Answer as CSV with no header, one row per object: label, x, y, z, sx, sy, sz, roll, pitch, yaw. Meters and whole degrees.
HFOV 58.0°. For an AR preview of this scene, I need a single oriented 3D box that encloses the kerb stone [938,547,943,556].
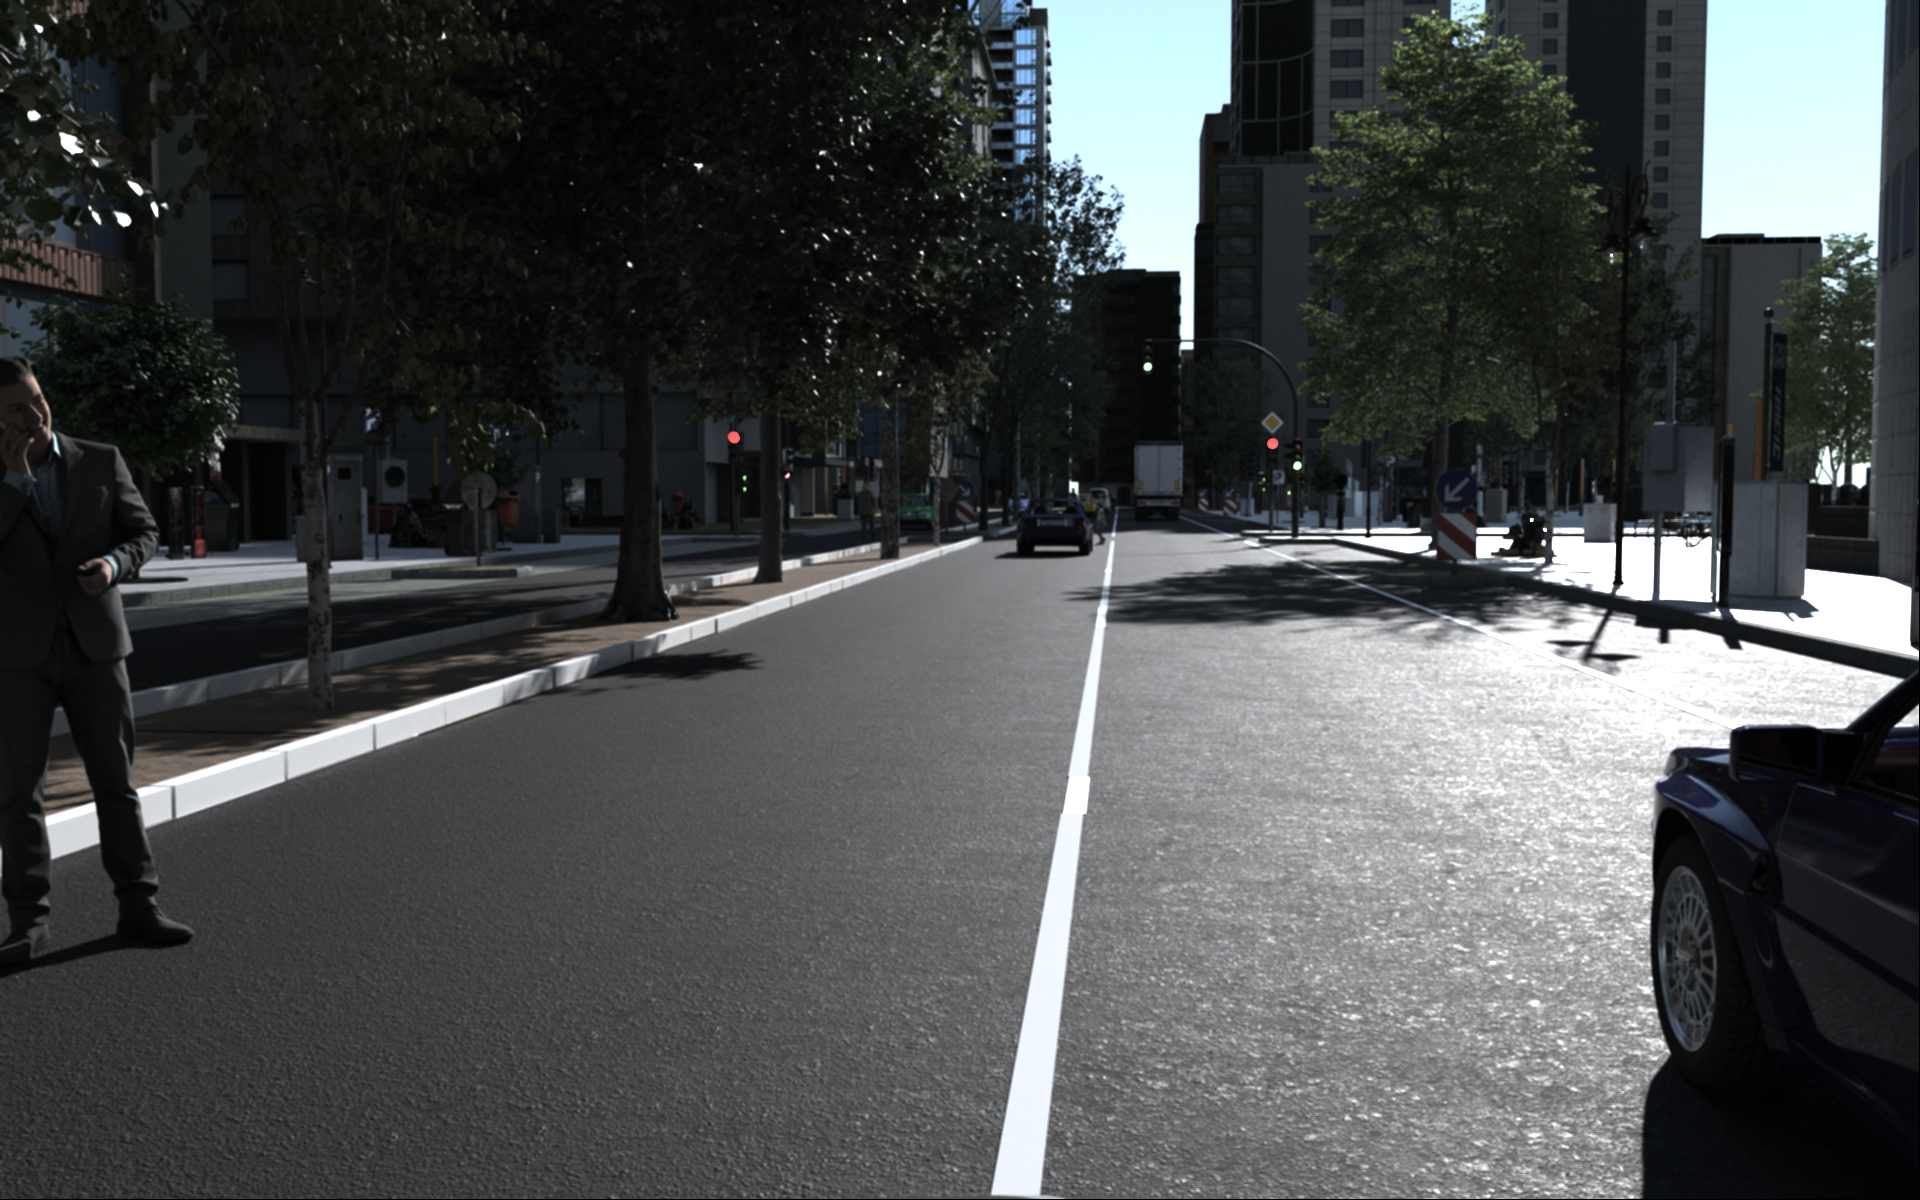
kerb stone,-0.552,-1.078,39.814,0.120,0.150,1.000,0,4,5

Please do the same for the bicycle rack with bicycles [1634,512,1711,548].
bicycle rack with bicycles,18.165,-1.787,42.604,2.925,0.926,2.852,-1,4,-19

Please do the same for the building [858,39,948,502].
building,-8.591,-30.178,143.526,14.600,45.320,14.200,0,4,5

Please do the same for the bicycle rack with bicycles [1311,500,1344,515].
bicycle rack with bicycles,23.204,-5.663,105.966,2.852,0.926,2.925,-1,4,-22

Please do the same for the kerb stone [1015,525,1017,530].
kerb stone,2.034,-2.794,67.879,0.120,0.150,1.000,0,4,5

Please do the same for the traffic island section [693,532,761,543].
traffic island section,-6.768,-1.842,52.401,2.009,0.180,2.903,0,4,5

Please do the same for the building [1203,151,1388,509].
building,28.938,-23.148,150.176,14.160,30.474,14.107,0,4,5

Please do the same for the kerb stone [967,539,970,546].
kerb stone,0.109,-1.515,46.967,0.120,0.150,1.000,0,4,5

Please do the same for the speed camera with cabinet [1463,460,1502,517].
speed camera with cabinet,29.460,-6.316,97.605,2.038,3.252,0.660,2,4,26

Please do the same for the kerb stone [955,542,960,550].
kerb stone,-0.174,-1.327,43.905,0.120,0.150,1.000,0,4,5

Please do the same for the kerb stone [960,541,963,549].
kerb stone,-0.081,-1.390,44.923,0.120,0.150,1.000,0,4,5

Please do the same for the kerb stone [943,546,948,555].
kerb stone,-0.446,-1.140,40.830,0.120,0.150,1.000,0,4,5

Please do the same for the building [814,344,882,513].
building,-15.956,-41.923,123.695,20.563,71.187,20.611,0,4,5

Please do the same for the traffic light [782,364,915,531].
traffic light,-3.906,-5.223,60.058,4.771,5.953,1.251,0,4,5

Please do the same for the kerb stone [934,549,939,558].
kerb stone,-0.645,-1.015,38.796,0.120,0.150,1.000,0,4,5

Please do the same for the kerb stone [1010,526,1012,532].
kerb stone,1.749,-2.606,64.810,0.120,0.150,1.000,0,4,5

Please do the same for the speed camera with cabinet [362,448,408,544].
speed camera with cabinet,-15.211,-3.053,44.250,2.038,3.252,0.660,-3,5,-40

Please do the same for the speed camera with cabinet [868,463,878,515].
speed camera with cabinet,-5.778,-7.018,109.076,0.660,3.252,2.038,-2,4,-25

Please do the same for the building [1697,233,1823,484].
building,87.327,-25.947,195.927,14.107,30.474,14.160,0,4,5

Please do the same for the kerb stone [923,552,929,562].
kerb stone,-0.831,-0.890,36.746,0.120,0.150,1.000,0,4,5

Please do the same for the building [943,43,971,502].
building,-11.502,-33.444,166.415,23.786,49.044,30.456,0,4,5

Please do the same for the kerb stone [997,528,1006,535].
kerb stone,1.470,-2.419,61.748,0.120,0.150,1.000,0,4,5

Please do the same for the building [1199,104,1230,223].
building,34.644,-33.586,199.247,14.600,45.320,14.200,0,4,5

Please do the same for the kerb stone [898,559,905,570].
kerb stone,-1.209,-0.635,32.657,0.120,0.150,1.000,0,4,5

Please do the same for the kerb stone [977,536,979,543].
kerb stone,0.385,-1.700,50.020,0.120,0.150,1.000,0,4,5

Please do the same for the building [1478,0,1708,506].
building,69.090,-46.190,193.456,20.611,71.187,20.563,0,4,5

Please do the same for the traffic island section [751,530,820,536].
traffic island section,-6.036,-2.329,60.353,2.009,0.180,2.903,0,4,5

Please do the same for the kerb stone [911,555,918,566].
kerb stone,-1.016,-0.761,34.703,0.120,0.150,1.000,0,4,5

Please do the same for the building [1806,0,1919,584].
building,23.530,-29.187,19.209,21.231,58.520,28.212,0,4,5

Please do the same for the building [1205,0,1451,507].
building,34.639,-44.531,166.330,20.563,71.187,20.611,0,4,5

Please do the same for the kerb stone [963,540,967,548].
kerb stone,0.015,-1.452,45.941,0.120,0.150,1.000,0,4,5

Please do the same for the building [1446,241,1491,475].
building,52.010,-26.105,198.521,14.107,30.474,14.160,0,4,5

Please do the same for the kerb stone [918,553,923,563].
kerb stone,-0.930,-0.827,35.723,0.120,0.150,1.000,0,4,5

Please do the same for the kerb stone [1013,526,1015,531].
kerb stone,1.942,-2.729,66.861,0.120,0.150,1.000,0,4,5

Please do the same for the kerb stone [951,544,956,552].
kerb stone,-0.273,-1.260,42.886,0.120,0.150,1.000,0,4,5

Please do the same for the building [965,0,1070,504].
building,-0.940,-56.096,229.843,31.000,86.520,22.319,0,4,5

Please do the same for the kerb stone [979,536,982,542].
kerb stone,0.484,-1.754,51.038,0.120,0.150,1.000,0,4,5

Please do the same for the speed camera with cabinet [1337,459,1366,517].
speed camera with cabinet,22.121,-6.359,98.303,0.660,3.252,2.038,3,5,40

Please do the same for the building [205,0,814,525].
building,-20.545,-30.260,83.983,28.713,52.752,27.495,0,4,5

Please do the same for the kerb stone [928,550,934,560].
kerb stone,-0.739,-0.947,37.765,0.120,0.150,1.000,0,4,5

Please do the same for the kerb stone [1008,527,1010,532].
kerb stone,1.652,-2.544,63.792,0.120,0.150,1.000,0,4,5

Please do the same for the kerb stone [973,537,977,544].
kerb stone,0.297,-1.633,49.002,0.120,0.150,1.000,0,4,5

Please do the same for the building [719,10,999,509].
building,-10.345,-37.148,196.605,27.495,52.752,28.713,0,4,5

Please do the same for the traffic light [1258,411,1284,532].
traffic light,10.546,-4.269,58.713,0.839,4.253,0.868,0,4,5

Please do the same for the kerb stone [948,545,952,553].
kerb stone,-0.369,-1.202,41.856,0.120,0.150,1.000,0,4,5

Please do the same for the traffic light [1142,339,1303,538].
traffic light,7.723,-4.657,50.812,4.771,5.953,1.251,0,4,5

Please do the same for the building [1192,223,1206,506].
building,31.987,-25.323,185.732,14.160,30.474,14.107,0,4,5

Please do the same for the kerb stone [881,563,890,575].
kerb stone,-1.400,-0.515,30.614,0.120,0.150,1.000,0,4,5

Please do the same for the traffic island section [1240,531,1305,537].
traffic island section,10.585,-2.235,58.824,2.009,0.180,2.903,0,4,5

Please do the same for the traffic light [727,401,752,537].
traffic light,-6.729,-3.874,52.263,0.839,4.253,0.868,0,4,5

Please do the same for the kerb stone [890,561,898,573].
kerb stone,-1.306,-0.577,31.637,0.120,0.150,1.000,0,4,5

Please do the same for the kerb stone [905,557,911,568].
kerb stone,-1.113,-0.699,33.686,0.120,0.150,1.000,0,4,5

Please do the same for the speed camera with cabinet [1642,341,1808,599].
speed camera with cabinet,9.678,-1.688,21.942,0.660,3.252,2.038,-2,4,-28

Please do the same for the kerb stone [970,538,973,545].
kerb stone,0.198,-1.574,47.985,0.120,0.150,1.000,0,4,5

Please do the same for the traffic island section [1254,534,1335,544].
traffic island section,9.853,-1.749,50.872,2.009,0.180,2.903,0,4,5

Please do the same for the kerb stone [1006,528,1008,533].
kerb stone,1.571,-2.474,62.773,0.120,0.150,1.000,0,4,5

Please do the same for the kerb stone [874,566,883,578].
kerb stone,-1.494,-0.447,29.597,0.120,0.150,1.000,0,4,5

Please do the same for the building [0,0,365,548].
building,-32.629,-23.558,39.806,28.867,44.769,22.147,0,4,5

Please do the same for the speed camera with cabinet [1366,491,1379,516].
speed camera with cabinet,24.015,-6.675,103.476,2.038,3.252,0.660,1,4,21
